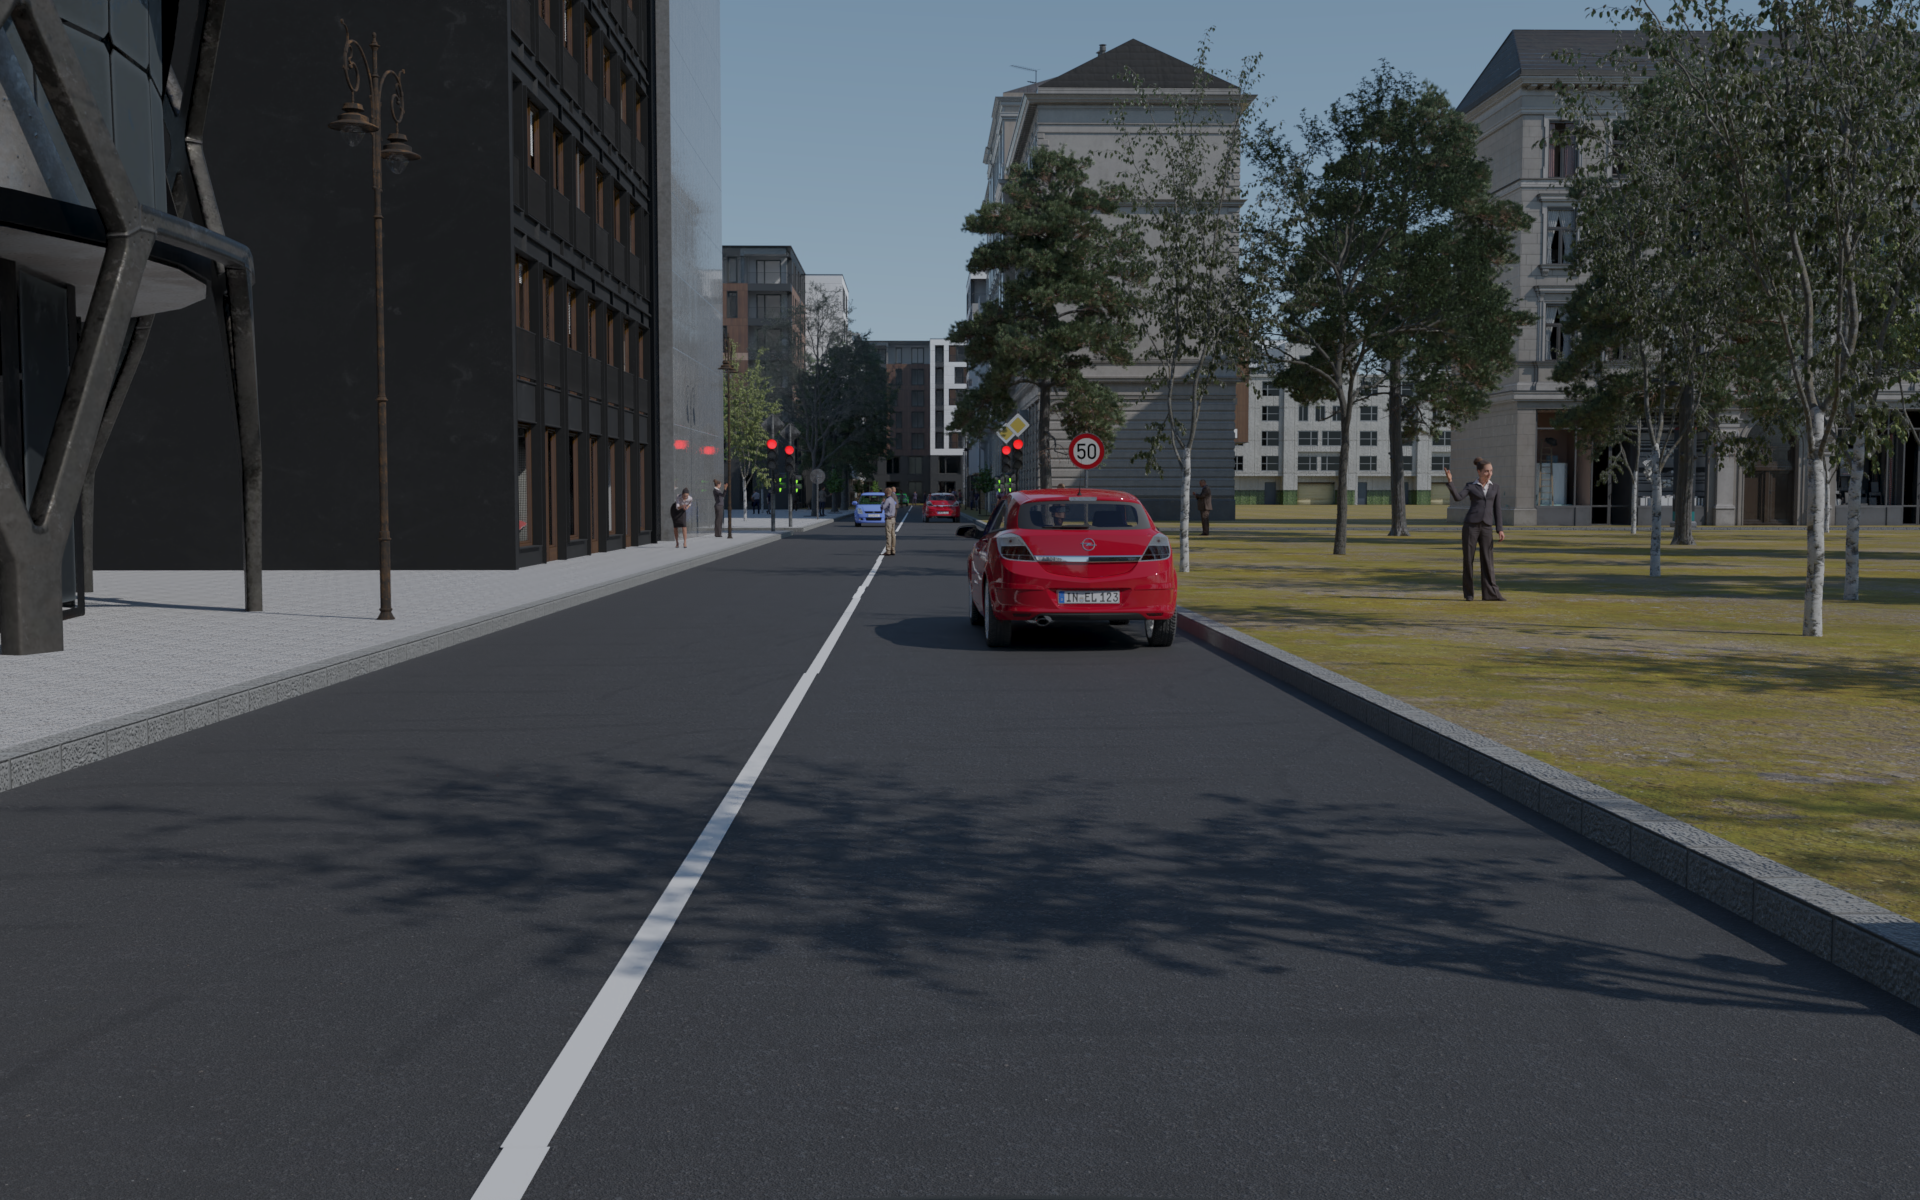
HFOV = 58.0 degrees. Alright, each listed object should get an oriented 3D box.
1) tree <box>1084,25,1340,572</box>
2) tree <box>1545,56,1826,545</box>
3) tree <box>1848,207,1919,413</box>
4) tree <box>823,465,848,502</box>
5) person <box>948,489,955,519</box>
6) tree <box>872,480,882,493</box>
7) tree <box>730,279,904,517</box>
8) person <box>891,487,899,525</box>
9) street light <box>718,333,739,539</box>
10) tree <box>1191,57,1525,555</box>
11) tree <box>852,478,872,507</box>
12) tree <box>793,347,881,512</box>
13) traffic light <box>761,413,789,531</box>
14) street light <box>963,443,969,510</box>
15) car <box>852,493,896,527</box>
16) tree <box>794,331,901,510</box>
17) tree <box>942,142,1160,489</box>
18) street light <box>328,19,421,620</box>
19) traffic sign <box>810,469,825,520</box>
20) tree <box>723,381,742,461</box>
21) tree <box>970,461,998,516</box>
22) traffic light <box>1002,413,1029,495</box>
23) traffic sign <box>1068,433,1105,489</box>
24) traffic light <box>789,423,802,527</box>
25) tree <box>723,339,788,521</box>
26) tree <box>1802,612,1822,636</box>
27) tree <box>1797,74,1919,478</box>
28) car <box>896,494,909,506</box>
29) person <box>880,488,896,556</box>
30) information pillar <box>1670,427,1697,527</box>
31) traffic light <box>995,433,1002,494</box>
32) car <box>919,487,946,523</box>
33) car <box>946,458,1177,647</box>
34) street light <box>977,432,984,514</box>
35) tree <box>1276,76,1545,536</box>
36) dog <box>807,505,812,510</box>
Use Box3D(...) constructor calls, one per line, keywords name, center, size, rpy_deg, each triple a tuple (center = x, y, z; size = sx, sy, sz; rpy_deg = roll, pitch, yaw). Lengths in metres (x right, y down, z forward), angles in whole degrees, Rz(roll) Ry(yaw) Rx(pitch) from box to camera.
Box3D(name="tree", center=(3.863, -4.774, 28.422), size=(4.360, 8.622, 3.978), rpy_deg=(0, 3, 0))
Box3D(name="tree", center=(18.252, -7.417, 43.321), size=(6.751, 12.117, 7.091), rpy_deg=(0, 3, 0))
Box3D(name="tree", center=(28.037, -6.942, 47.917), size=(7.601, 10.594, 8.767), rpy_deg=(-1, 4, -11))
Box3D(name="tree", center=(-8.280, -7.356, 114.865), size=(1.663, 3.219, 1.824), rpy_deg=(0, 3, 0))
Box3D(name="person", center=(-0.579, -5.606, 100.971), size=(0.431, 1.722, 0.655), rpy_deg=(-2, 4, -29))
Box3D(name="tree", center=(-10.702, -13.799, 220.220), size=(1.663, 3.219, 1.824), rpy_deg=(0, 3, 0))
Box3D(name="tree", center=(-8.215, -11.499, 98.376), size=(12.009, 13.543, 11.850), rpy_deg=(0, 3, 0))
Box3D(name="person", center=(-3.057, -4.413, 81.204), size=(0.434, 1.755, 0.990), rpy_deg=(1, 4, 14))
Box3D(name="street light", center=(-6.638, -4.709, 49.774), size=(0.468, 5.910, 1.993), rpy_deg=(0, 4, -1))
Box3D(name="tree", center=(8.393, -6.244, 36.509), size=(7.601, 10.594, 8.767), rpy_deg=(-1, 4, -15))
Box3D(name="tree", center=(-9.995, -10.834, 171.734), size=(1.663, 3.219, 1.824), rpy_deg=(0, 3, 0))
Box3D(name="tree", center=(-9.064, -12.384, 124.532), size=(6.751, 12.117, 7.091), rpy_deg=(0, 3, 0))
Box3D(name="traffic light", center=(-6.397, -4.289, 59.367), size=(0.839, 4.213, 0.868), rpy_deg=(0, 4, -1))
Box3D(name="street light", center=(0.464, -10.315, 141.434), size=(0.468, 5.910, 1.993), rpy_deg=(0, 4, -1))
Box3D(name="car", center=(-3.780, -4.090, 76.455), size=(1.945, 1.707, 3.694), rpy_deg=(0, 4, -2))
Box3D(name="tree", center=(-9.141, -14.053, 136.425), size=(9.857, 13.997, 8.962), rpy_deg=(0, 3, 0))
Box3D(name="tree", center=(2.611, -8.010, 53.027), size=(6.751, 12.117, 7.091), rpy_deg=(0, 3, 0))
Box3D(name="street light", center=(-5.865, -2.736, 17.519), size=(0.468, 5.910, 1.993), rpy_deg=(0, 4, -1))
Box3D(name="traffic sign", center=(-7.160, -5.320, 87.093), size=(0.768, 2.556, 0.104), rpy_deg=(0, 4, -1))
Box3D(name="tree", center=(-20.633, -12.885, 136.427), size=(9.928, 11.665, 9.643), rpy_deg=(0, 3, 0))
Box3D(name="tree", center=(1.395, -6.462, 100.260), size=(1.663, 3.219, 1.824), rpy_deg=(0, 3, 0))
Box3D(name="traffic light", center=(1.961, -4.302, 59.579), size=(0.839, 4.213, 0.868), rpy_deg=(0, 4, -1))
Box3D(name="traffic sign", center=(2.633, -2.204, 36.139), size=(0.768, 2.556, 0.104), rpy_deg=(0, 4, -1))
Box3D(name="traffic light", center=(-6.585, -4.777, 67.350), size=(0.839, 4.213, 0.868), rpy_deg=(0, 4, -1))
Box3D(name="tree", center=(-10.141, -8.010, 81.318), size=(4.737, 8.622, 4.395), rpy_deg=(0, 3, 0))
Box3D(name="tree", center=(7.485, -3.976, 15.364), size=(4.360, 8.622, 3.978), rpy_deg=(0, 3, 0))
Box3D(name="tree", center=(16.510, -4.821, 29.188), size=(4.737, 8.622, 4.395), rpy_deg=(0, 3, 0))
Box3D(name="car", center=(-6.949, -11.900, 203.364), size=(1.959, 1.807, 4.718), rpy_deg=(0, 4, -1))
Box3D(name="person", center=(-1.680, -1.821, 40.330), size=(0.319, 1.574, 0.516), rpy_deg=(2, 4, 26))
Box3D(name="information pillar", center=(28.178, -4.770, 67.375), size=(0.750, 3.857, 0.750), rpy_deg=(0, 4, 2))
Box3D(name="traffic light", center=(1.773, -4.790, 67.562), size=(0.839, 4.213, 0.868), rpy_deg=(0, 4, -1))
Box3D(name="car", center=(-0.965, -4.829, 88.000), size=(2.155, 1.783, 4.494), rpy_deg=(0, 4, -3))
Box3D(name="car", center=(1.052, -0.532, 17.736), size=(2.155, 1.783, 4.494), rpy_deg=(0, 4, -3))
Box3D(name="street light", center=(1.249, -8.345, 109.227), size=(0.468, 5.910, 1.993), rpy_deg=(0, 4, -1))
Box3D(name="tree", center=(13.234, -8.897, 52.884), size=(7.806, 13.903, 7.818), rpy_deg=(0, 3, 0))
Box3D(name="dog", center=(-12.114, -7.532, 140.886), size=(0.748, 0.427, 0.550), rpy_deg=(-1, 4, -9))
